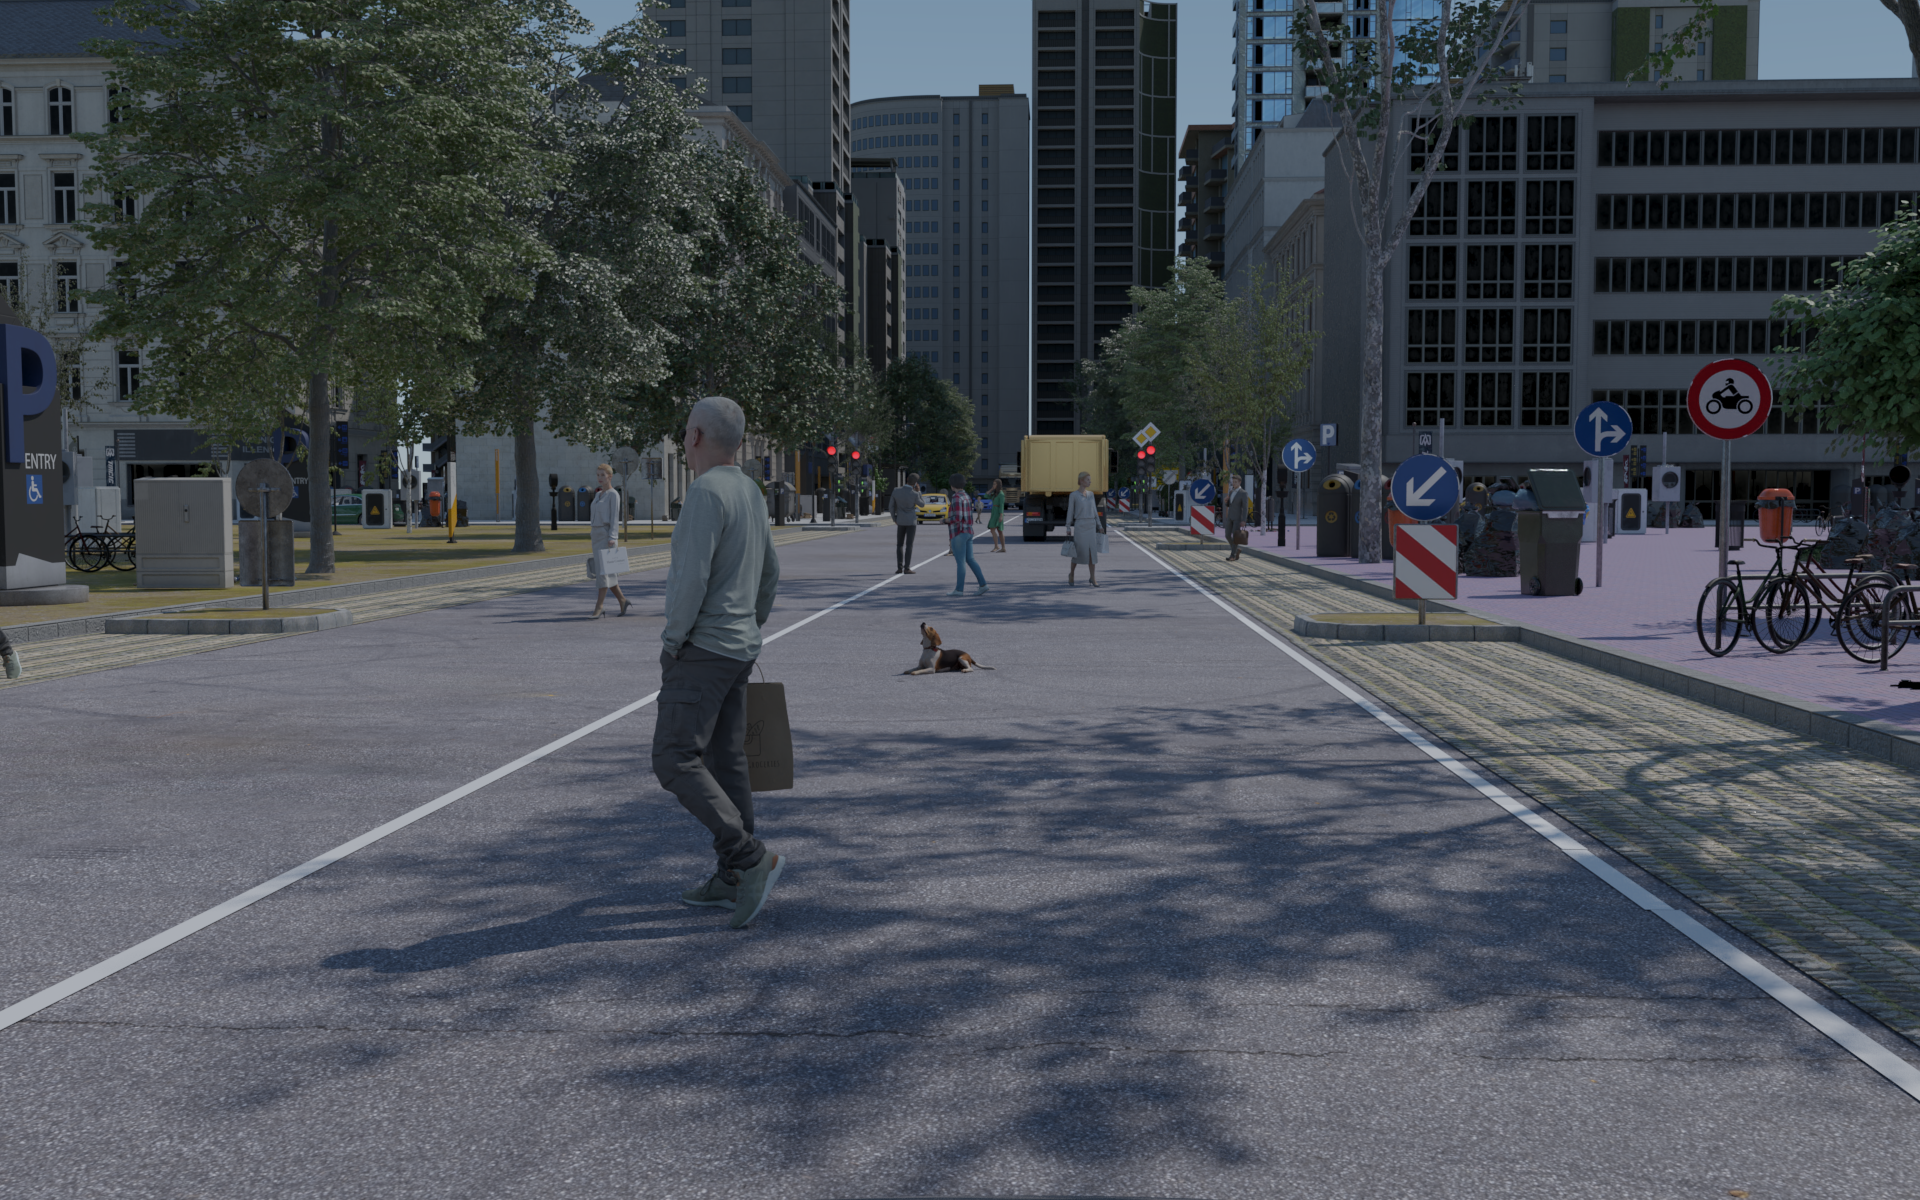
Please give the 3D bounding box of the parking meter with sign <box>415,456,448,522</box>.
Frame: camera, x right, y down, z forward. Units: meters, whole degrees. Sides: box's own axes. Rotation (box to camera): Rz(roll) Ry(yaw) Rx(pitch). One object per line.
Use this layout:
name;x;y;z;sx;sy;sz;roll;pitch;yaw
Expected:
parking meter with sign;-23.928;-5.065;79.070;1.738;3.016;0.543;0;4;-7

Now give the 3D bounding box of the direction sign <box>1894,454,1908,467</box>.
direction sign;41.330;-5.147;76.154;0.379;3.537;0.876;0;4;-5

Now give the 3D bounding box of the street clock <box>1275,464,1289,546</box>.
street clock;7.884;-2.314;42.407;0.358;2.002;0.471;0;4;7

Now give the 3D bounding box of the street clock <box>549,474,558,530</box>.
street clock;-14.334;-3.458;61.113;0.358;2.002;0.471;-2;4;-25

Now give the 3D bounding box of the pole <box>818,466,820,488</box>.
pole;-10.349;-8.158;127.231;0.158;3.312;0.155;0;3;0

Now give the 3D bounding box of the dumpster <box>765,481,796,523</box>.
dumpster;-8.195;-4.460;78.682;1.264;1.857;1.865;0;4;3

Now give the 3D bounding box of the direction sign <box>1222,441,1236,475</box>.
direction sign;11.575;-5.049;74.547;0.379;3.537;0.876;-2;4;-30

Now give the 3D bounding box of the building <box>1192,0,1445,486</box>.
building;35.578;-52.489;170.862;22.319;86.520;31.000;0;4;3

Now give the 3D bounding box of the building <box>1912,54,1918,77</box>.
building;59.516;-16.329;84.993;19.932;24.808;12.078;0;4;3

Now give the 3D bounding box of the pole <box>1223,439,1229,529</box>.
pole;9.844;-4.296;64.088;0.158;3.312;0.155;0;3;0

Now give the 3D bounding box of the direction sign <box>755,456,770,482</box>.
direction sign;-11.761;-6.808;103.311;0.876;3.537;0.379;-1;4;-21

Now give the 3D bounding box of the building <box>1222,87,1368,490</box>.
building;27.302;-21.840;134.579;11.434;29.767;29.804;0;4;3

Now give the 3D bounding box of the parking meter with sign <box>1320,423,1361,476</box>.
parking meter with sign;9.840;-2.885;43.425;1.738;3.016;0.543;-2;4;-33

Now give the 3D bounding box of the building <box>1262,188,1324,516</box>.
building;26.025;-16.712;109.398;11.583;22.565;21.152;0;4;3

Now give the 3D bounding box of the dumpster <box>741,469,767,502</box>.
dumpster;-8.120;-3.812;64.818;1.502;2.255;1.985;0;4;4

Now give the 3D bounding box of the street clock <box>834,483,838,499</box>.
street clock;-7.568;-6.183;105.665;0.471;2.002;0.358;-1;4;-14

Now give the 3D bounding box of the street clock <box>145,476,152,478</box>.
street clock;-32.763;-4.000;69.973;0.358;2.002;0.471;-3;4;-36

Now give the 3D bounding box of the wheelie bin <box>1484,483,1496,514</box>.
wheelie bin;9.737;-1.404;30.868;0.693;1.594;0.980;0;4;-1

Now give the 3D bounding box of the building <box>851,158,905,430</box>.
building;-13.925;-32.358;212.645;14.086;41.232;14.154;0;4;3

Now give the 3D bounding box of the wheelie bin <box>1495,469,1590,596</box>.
wheelie bin;7.458;-0.862;21.997;0.980;1.594;0.693;-1;4;-11

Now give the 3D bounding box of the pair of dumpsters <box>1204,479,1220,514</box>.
pair of dumpsters;12.820;-5.449;91.584;1.574;2.255;4.437;0;4;3

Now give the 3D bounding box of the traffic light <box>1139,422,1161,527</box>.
traffic light;7.395;-4.804;67.460;0.839;4.253;0.868;0;4;3

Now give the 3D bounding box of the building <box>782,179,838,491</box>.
building;-18.168;-21.016;137.118;14.314;27.812;24.014;0;4;3

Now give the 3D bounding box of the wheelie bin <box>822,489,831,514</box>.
wheelie bin;-8.281;-6.216;109.539;0.693;1.594;0.980;2;4;28

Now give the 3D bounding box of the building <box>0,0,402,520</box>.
building;-54.617;-19.407;93.720;44.131;29.872;17.030;0;4;3

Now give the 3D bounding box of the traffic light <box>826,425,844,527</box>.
traffic light;-4.995;-4.847;68.176;0.839;4.253;0.868;0;4;3

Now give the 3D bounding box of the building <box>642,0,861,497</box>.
building;-19.643;-45.132;176.161;20.563;71.187;20.611;0;4;3

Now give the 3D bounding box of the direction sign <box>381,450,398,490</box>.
direction sign;-29.461;-5.963;89.498;0.876;3.537;0.379;0;4;3

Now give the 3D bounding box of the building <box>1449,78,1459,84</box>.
building;60.441;-43.248;249.100;28.212;58.520;21.231;0;4;3

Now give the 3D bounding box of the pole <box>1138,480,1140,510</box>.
pole;14.126;-8.700;136.084;0.158;3.312;0.155;0;3;0

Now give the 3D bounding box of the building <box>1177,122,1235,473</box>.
building;36.786;-33.498;202.321;22.147;44.769;28.867;0;4;3

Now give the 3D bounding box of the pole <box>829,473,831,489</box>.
pole;-9.273;-7.971;124.164;0.158;3.312;0.155;0;3;0

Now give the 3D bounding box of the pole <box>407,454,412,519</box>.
pole;-28.182;-5.801;88.681;0.158;3.312;0.155;0;3;0

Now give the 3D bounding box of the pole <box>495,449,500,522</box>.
pole;-21.030;-5.194;78.757;0.158;3.312;0.155;0;3;0

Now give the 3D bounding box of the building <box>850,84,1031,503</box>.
building;-3.947;-43.472;252.758;28.212;58.520;21.231;0;4;3

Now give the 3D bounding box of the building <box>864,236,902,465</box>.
building;-14.090;-25.855;194.433;14.160;30.474;14.107;0;4;3

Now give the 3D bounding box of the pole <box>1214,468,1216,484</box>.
pole;19.810;-8.610;134.623;0.158;3.312;0.155;0;3;0

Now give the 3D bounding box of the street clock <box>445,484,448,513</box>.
street clock;-35.353;-7.024;119.404;0.471;2.002;0.358;-2;4;-24

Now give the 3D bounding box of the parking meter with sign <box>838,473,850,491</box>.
parking meter with sign;-9.304;-9.113;145.253;1.738;3.016;0.543;-2;4;-29

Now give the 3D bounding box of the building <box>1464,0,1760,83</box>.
building;75.338;-40.452;203.384;28.212;58.520;21.231;0;4;3

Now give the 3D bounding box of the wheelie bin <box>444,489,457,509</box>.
wheelie bin;-30.322;-5.839;103.381;0.693;1.594;0.980;3;5;42

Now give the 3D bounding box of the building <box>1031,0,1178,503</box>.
building;20.792;-49.675;250.433;20.611;71.187;20.563;0;4;3

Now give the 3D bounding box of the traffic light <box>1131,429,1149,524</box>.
traffic light;7.867;-5.291;75.431;0.839;4.253;0.868;0;4;3

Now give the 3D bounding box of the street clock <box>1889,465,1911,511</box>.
street clock;23.583;-2.381;43.492;0.471;2.002;0.358;2;4;35

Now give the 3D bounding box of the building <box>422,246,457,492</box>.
building;-57.658;-34.569;215.315;14.200;45.320;14.600;0;4;3

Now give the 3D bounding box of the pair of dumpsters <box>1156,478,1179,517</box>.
pair of dumpsters;11.846;-5.768;96.799;1.574;2.255;4.437;0;4;3

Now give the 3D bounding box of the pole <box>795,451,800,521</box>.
pole;-7.590;-5.334;81.059;0.158;3.312;0.155;0;3;0

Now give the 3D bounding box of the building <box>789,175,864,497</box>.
building;-17.028;-23.730;159.693;14.160;30.474;14.107;0;4;3

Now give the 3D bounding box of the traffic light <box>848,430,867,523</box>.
traffic light;-4.523;-5.335;76.147;0.839;4.253;0.868;0;4;3

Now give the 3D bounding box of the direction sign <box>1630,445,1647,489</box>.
direction sign;31.438;-5.403;80.330;0.876;3.537;0.379;-1;4;-19

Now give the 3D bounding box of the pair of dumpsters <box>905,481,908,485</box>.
pair of dumpsters;-4.387;-7.747;129.156;1.574;2.255;4.437;0;4;3

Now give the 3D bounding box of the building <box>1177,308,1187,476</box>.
building;38.303;-29.125;247.896;14.107;30.474;14.160;0;4;3

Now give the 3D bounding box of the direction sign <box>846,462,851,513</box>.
direction sign;-7.602;-7.712;118.095;0.379;3.537;0.876;1;4;10

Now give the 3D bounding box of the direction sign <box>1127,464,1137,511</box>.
direction sign;13.101;-8.551;131.813;0.876;3.537;0.379;-1;4;-19

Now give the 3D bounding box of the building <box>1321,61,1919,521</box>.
building;34.692;-16.487;88.624;30.058;24.678;14.314;0;4;3
